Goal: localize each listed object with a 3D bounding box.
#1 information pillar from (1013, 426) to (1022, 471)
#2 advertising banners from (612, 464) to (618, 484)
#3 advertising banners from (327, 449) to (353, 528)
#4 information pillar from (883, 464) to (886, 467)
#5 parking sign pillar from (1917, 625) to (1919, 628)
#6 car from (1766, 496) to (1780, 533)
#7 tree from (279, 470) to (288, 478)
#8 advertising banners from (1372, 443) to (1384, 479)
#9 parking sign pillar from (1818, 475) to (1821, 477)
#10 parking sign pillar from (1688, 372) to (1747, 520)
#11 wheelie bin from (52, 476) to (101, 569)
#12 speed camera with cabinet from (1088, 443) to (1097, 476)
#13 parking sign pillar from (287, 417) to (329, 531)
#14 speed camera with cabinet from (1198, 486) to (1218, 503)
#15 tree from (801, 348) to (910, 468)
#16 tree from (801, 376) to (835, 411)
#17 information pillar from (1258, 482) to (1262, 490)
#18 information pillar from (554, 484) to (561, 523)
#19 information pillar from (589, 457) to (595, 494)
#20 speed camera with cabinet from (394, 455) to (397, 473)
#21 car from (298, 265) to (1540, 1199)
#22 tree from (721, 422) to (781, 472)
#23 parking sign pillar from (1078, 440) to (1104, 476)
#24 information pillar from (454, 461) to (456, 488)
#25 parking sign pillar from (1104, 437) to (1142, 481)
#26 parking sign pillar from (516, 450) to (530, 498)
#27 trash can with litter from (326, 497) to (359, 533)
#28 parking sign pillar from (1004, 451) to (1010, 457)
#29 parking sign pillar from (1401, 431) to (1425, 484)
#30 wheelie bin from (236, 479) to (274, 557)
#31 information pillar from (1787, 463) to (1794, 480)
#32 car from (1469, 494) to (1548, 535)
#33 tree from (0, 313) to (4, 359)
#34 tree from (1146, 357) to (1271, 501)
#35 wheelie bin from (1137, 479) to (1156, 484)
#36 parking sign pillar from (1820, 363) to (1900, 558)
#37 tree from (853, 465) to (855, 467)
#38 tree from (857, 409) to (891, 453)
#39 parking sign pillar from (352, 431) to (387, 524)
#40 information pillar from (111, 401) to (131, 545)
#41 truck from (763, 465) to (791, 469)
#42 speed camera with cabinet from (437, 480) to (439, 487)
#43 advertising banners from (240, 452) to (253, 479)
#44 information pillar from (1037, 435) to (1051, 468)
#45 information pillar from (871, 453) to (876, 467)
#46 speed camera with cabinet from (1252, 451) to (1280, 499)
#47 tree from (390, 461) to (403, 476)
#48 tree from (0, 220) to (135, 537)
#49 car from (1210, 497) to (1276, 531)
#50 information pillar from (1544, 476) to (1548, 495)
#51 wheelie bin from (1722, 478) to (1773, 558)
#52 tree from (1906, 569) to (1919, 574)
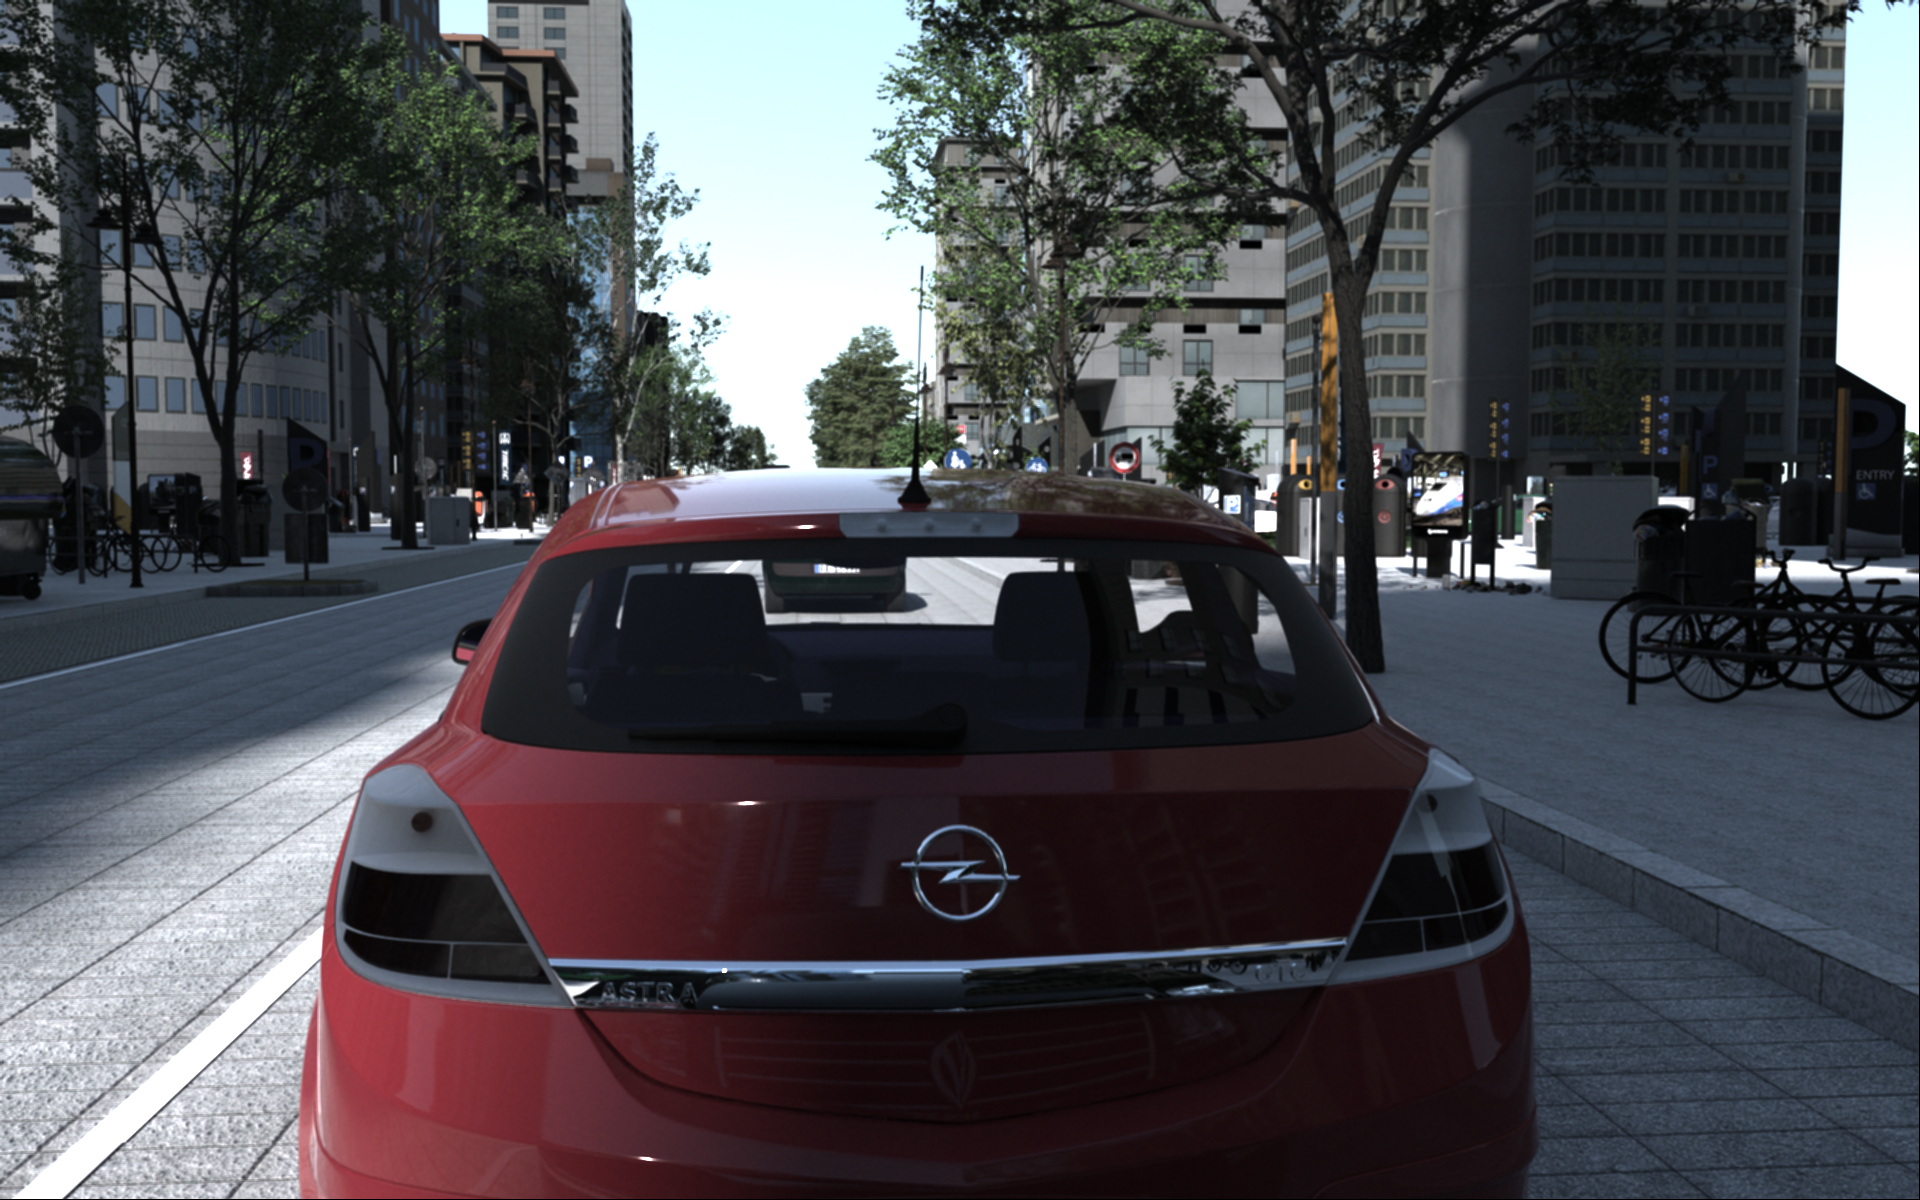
[{"bbox_3d":[1.984,-4.182,59.735,0.183,3.616,0.504,-2,4,-29],"label":"information pillar"},{"bbox_3d":[-20.976,-6.507,102.579,2.074,3.025,0.090,2,4,30],"label":"advertising banners"},{"bbox_3d":[-23.631,-4.293,66.376,2.074,3.025,0.090,-3,5,-45],"label":"advertising banners"},{"bbox_3d":[-5.357,-8.095,123.709,0.183,3.616,0.504,-3,5,-41],"label":"information pillar"},{"bbox_3d":[9.847,-1.697,16.223,1.447,3.967,1.447,-3,5,-45],"label":"parking sign pillar"},{"bbox_3d":[27.529,-2.810,58.310,4.827,1.381,2.083,0,4,-7],"label":"car"},{"bbox_3d":[-28.057,-4.878,74.354,1.663,3.219,1.824,0,3,0],"label":"tree"},{"bbox_3d":[13.577,-3.895,59.866,2.074,3.025,0.090,1,4,13],"label":"advertising banners"},{"bbox_3d":[60.254,-8.168,122.013,1.447,3.967,1.447,2,4,30],"label":"parking sign pillar"},{"bbox_3d":[16.768,-3.033,38.068,1.447,3.967,1.447,-3,5,-43],"label":"parking sign pillar"},{"bbox_3d":[-15.282,-1.349,29.963,0.693,1.594,0.980,-1,4,-11],"label":"wheelie bin"},{"bbox_3d":[4.879,-4.404,66.347,0.660,3.252,2.038,3,5,44],"label":"speed camera with cabinet"},{"bbox_3d":[-22.699,-4.394,60.320,1.447,3.967,1.447,-2,4,-25],"label":"parking sign pillar"},{"bbox_3d":[9.510,-4.336,65.233,0.660,3.252,2.038,0,4,-7],"label":"speed camera with cabinet"},{"bbox_3d":[-8.596,-14.788,148.431,9.857,13.997,8.962,0,3,0],"label":"tree"},{"bbox_3d":[-16.064,-24.260,252.538,12.611,20.169,13.585,0,3,0],"label":"tree"},{"bbox_3d":[18.677,-6.365,108.558,0.304,2.012,0.304,-2,4,-30],"label":"information pillar"},{"bbox_3d":[-17.522,-4.327,75.230,0.304,2.012,0.304,0,4,6],"label":"information pillar"},{"bbox_3d":[-23.173,-7.205,109.161,0.504,3.616,0.183,2,4,28],"label":"information pillar"},{"bbox_3d":[-28.112,-5.750,88.355,2.038,3.252,0.660,2,4,25],"label":"speed camera with cabinet"},{"bbox_3d":[-0.215,0.296,4.196,2.155,1.783,4.494,0,4,-6],"label":"car"},{"bbox_3d":[-33.471,-21.989,276.525,9.611,12.733,9.660,0,3,0],"label":"tree"},{"bbox_3d":[6.510,-5.965,86.005,1.447,3.967,1.447,-2,4,-24],"label":"parking sign pillar"},{"bbox_3d":[-36.202,-8.126,124.219,0.183,3.616,0.504,-1,4,-13],"label":"information pillar"},{"bbox_3d":[7.932,-5.716,81.926,1.447,3.967,1.447,-2,4,-29],"label":"parking sign pillar"},{"bbox_3d":[-26.725,-7.194,106.086,1.447,3.967,1.447,-3,4,-38],"label":"parking sign pillar"},{"bbox_3d":[-20.339,-2.796,57.099,1.055,1.170,0.624,1,4,11],"label":"trash can with litter"},{"bbox_3d":[2.430,-7.218,106.480,1.447,3.967,1.447,0,4,-6],"label":"parking sign pillar"},{"bbox_3d":[19.231,-5.206,73.598,1.447,3.967,1.447,-1,4,-14],"label":"parking sign pillar"},{"bbox_3d":[-14.482,-1.682,35.414,0.693,1.594,0.980,2,4,33],"label":"wheelie bin"},{"bbox_3d":[45.503,-6.337,94.964,0.504,3.616,0.183,-2,4,-30],"label":"information pillar"},{"bbox_3d":[18.400,-2.776,57.193,4.920,1.459,2.131,0,4,-5],"label":"car"},{"bbox_3d":[-24.829,-5.519,40.595,4.360,8.622,3.978,0,3,0],"label":"tree"},{"bbox_3d":[3.303,-1.818,24.332,1.663,3.219,1.824,0,3,0],"label":"tree"},{"bbox_3d":[3.836,-1.682,35.403,0.693,1.594,0.980,3,4,39],"label":"wheelie bin"},{"bbox_3d":[18.528,-2.867,35.351,1.447,3.967,1.447,2,4,33],"label":"parking sign pillar"},{"bbox_3d":[-9.121,-13.069,164.043,4.360,8.622,3.978,0,3,0],"label":"tree"},{"bbox_3d":[-6.899,-11.605,140.106,4.737,8.622,4.395,0,3,0],"label":"tree"},{"bbox_3d":[-25.450,-5.264,74.532,1.447,3.967,1.447,3,4,39],"label":"parking sign pillar"},{"bbox_3d":[-21.031,-3.189,43.492,0.183,3.616,0.504,1,4,22],"label":"information pillar"},{"bbox_3d":[-17.828,-10.978,168.406,2.839,4.237,11.283,0,4,-4],"label":"truck"},{"bbox_3d":[-32.253,-6.981,108.469,2.038,3.252,0.660,-1,4,-13],"label":"speed camera with cabinet"},{"bbox_3d":[-28.704,-4.614,71.631,2.074,3.025,0.090,0,4,-1],"label":"advertising banners"},{"bbox_3d":[3.375,-4.744,68.924,0.504,3.616,0.183,-1,4,-13],"label":"information pillar"},{"bbox_3d":[-4.854,-6.488,97.425,0.183,3.616,0.504,2,4,31],"label":"information pillar"},{"bbox_3d":[13.288,-5.078,77.360,0.660,3.252,2.038,-2,4,-25],"label":"speed camera with cabinet"},{"bbox_3d":[-32.296,-6.462,100.255,1.663,3.219,1.824,0,3,0],"label":"tree"},{"bbox_3d":[-24.588,-5.904,46.888,4.737,8.622,4.395,0,3,0],"label":"tree"},{"bbox_3d":[9.457,-2.617,55.152,4.827,1.381,2.083,0,4,-4],"label":"car"},{"bbox_3d":[24.280,-4.142,72.216,0.304,2.012,0.304,0,4,-7],"label":"information pillar"},{"bbox_3d":[15.876,-1.659,35.025,0.980,1.594,0.693,0,4,-1],"label":"wheelie bin"},{"bbox_3d":[16.045,-2.038,27.919,1.663,3.219,1.824,0,3,0],"label":"tree"}]
